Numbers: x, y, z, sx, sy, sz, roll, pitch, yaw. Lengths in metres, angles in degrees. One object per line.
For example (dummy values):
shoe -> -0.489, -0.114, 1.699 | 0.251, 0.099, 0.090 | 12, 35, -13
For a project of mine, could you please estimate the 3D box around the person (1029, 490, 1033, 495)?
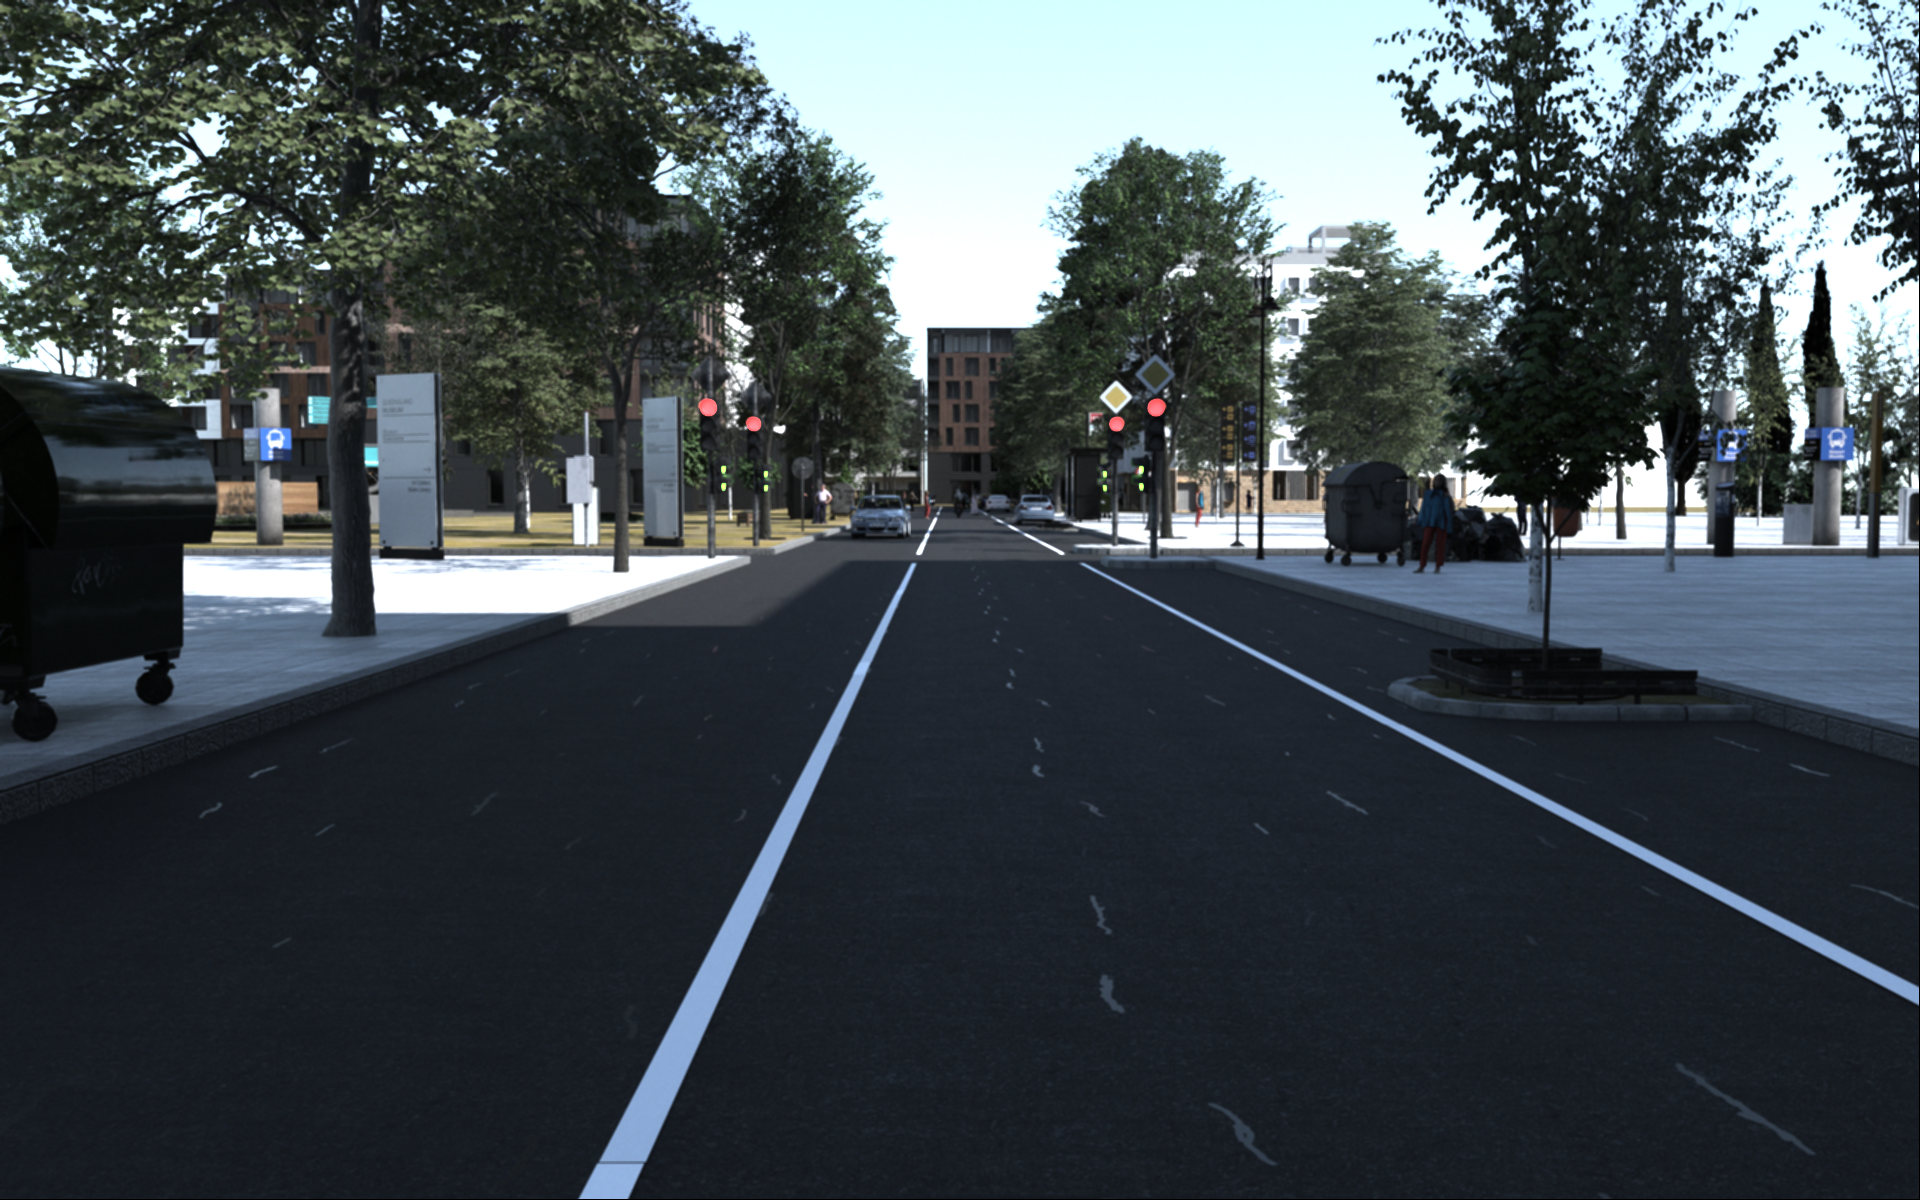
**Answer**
person -> 6.970, -10.232, 174.124 | 1.217, 1.735, 0.721 | 2, 4, 25

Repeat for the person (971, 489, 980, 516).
person -> 1.009, -6.479, 115.101 | 0.621, 1.740, 0.551 | 0, 4, -1

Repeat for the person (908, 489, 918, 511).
person -> -4.060, -8.477, 147.116 | 0.705, 1.823, 1.348 | -3, 4, -37

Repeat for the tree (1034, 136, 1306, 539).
tree -> 5.990, -7.579, 49.671 | 9.928, 11.665, 9.643 | 0, 3, 0

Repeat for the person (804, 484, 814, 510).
person -> -6.706, -4.387, 78.303 | 0.750, 1.759, 0.617 | -1, 4, -9

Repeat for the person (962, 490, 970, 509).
person -> 0.362, -9.441, 162.841 | 0.705, 1.826, 1.348 | -3, 5, -44

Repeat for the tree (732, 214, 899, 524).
tree -> -6.364, -10.193, 74.085 | 7.806, 13.903, 7.818 | 0, 3, 0

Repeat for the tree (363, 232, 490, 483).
tree -> -14.740, -5.960, 47.801 | 4.360, 8.622, 3.978 | 0, 3, 0

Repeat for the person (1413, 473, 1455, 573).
person -> 7.683, -1.241, 28.044 | 0.444, 1.614, 0.593 | -3, 4, -38

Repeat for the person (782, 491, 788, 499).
person -> -13.394, -8.002, 136.500 | 1.348, 1.869, 0.705 | -2, 4, -28

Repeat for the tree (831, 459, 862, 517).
tree -> -6.195, -6.189, 95.798 | 1.663, 3.219, 1.824 | 0, 3, 0

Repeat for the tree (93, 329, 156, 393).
tree -> -36.871, -7.618, 74.919 | 4.360, 8.622, 3.978 | 0, 3, 0

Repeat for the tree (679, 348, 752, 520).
tree -> -11.599, -8.262, 85.453 | 4.360, 8.622, 3.978 | 0, 3, 0

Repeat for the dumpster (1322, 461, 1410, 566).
dumpster -> 7.382, -1.573, 31.483 | 1.264, 1.857, 1.865 | 0, 4, 0

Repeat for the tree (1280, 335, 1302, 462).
tree -> 24.447, -12.213, 106.338 | 9.857, 13.997, 8.962 | 0, 3, 0

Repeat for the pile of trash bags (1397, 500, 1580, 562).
pile of trash bags -> 10.325, -1.450, 33.459 | 3.447, 1.369, 1.912 | 0, 4, -4

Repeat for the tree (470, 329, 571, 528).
tree -> -16.159, -6.972, 64.350 | 4.737, 8.622, 4.395 | 0, 3, 0

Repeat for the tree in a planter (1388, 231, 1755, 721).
tree in a planter -> 4.037, -0.894, 11.838 | 1.991, 3.239, 1.994 | 0, 4, 0

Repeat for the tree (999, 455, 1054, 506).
tree -> 5.382, -8.555, 123.581 | 4.285, 4.588, 4.351 | 0, 3, 0

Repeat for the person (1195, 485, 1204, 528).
person -> 9.185, -3.590, 66.441 | 0.444, 1.614, 0.593 | 3, 5, 42

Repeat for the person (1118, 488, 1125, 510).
person -> 12.794, -8.065, 138.687 | 0.721, 1.735, 1.217 | -3, 4, -39

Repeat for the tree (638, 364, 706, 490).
tree -> -15.483, -8.812, 94.440 | 4.737, 8.622, 4.395 | 0, 3, 0

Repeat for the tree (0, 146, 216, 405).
tree -> -26.108, -7.671, 51.168 | 9.928, 11.665, 9.643 | 0, 3, 0

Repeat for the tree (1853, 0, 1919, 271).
tree -> 11.670, -4.263, 20.064 | 4.360, 8.622, 3.978 | 0, 3, 0

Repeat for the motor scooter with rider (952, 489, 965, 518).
motor scooter with rider -> -0.054, -5.853, 104.668 | 0.876, 1.779, 1.986 | 0, 4, 1

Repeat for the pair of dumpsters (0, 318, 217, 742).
pair of dumpsters -> -5.300, -0.365, 8.464 | 1.574, 2.255, 4.436 | 0, 4, 0

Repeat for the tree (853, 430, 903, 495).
tree -> -6.415, -10.925, 128.993 | 4.737, 8.622, 4.395 | 0, 3, 0

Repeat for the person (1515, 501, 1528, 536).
person -> 17.287, -2.857, 53.467 | 0.504, 1.737, 0.576 | 3, 5, 44

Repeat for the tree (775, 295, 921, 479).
tree -> -7.134, -12.133, 105.037 | 9.857, 13.997, 8.962 | 0, 3, 0

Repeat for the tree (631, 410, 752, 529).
tree -> -10.512, -4.944, 64.546 | 4.285, 4.588, 4.351 | 0, 3, 0

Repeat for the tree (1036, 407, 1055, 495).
tree -> 6.570, -11.319, 135.425 | 4.360, 8.622, 3.978 | 0, 3, 0

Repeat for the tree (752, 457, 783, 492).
tree -> -13.563, -8.043, 115.211 | 4.285, 4.588, 4.351 | 0, 3, 0

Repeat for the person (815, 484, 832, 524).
person -> -5.900, -4.106, 74.118 | 0.756, 1.711, 0.436 | 1, 4, 22

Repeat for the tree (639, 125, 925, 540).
tree -> -5.351, -7.513, 48.586 | 9.928, 11.665, 9.643 | 0, 3, 0

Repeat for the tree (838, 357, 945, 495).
tree -> -6.581, -14.784, 152.085 | 12.009, 13.543, 11.850 | 0, 3, 0

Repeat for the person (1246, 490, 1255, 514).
person -> 18.518, -6.239, 110.421 | 0.546, 1.535, 0.453 | -3, 4, -38

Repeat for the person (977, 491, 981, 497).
person -> 2.062, -11.003, 188.475 | 0.705, 1.814, 1.350 | -3, 5, -40

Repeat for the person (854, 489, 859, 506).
person -> -11.006, -10.806, 182.815 | 0.705, 1.812, 1.348 | 1, 4, 22

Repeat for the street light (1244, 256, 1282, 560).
street light -> 5.895, -3.733, 33.826 | 0.468, 5.910, 1.993 | 0, 4, 0

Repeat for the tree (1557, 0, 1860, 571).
tree -> 11.769, -4.768, 28.324 | 4.360, 8.622, 3.978 | 0, 3, 0

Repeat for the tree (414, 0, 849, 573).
tree -> -5.355, -5.747, 28.373 | 8.767, 10.594, 7.601 | 2, 4, 31

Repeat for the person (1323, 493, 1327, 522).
person -> 16.637, -4.286, 78.175 | 0.516, 1.574, 0.319 | 3, 4, 36

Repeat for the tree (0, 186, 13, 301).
tree -> -15.917, -4.583, 25.288 | 4.737, 8.622, 4.395 | 0, 3, 0

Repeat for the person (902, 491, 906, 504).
person -> -6.413, -11.445, 196.346 | 0.721, 1.743, 1.217 | -1, 4, -20

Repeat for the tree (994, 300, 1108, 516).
tree -> 6.152, -11.153, 100.481 | 7.486, 12.596, 7.792 | 0, 3, 0

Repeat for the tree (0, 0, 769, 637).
tree -> -5.176, -5.962, 15.600 | 7.486, 12.596, 7.792 | 0, 3, 0

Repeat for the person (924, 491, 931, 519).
person -> -1.839, -5.445, 99.226 | 0.444, 1.614, 0.593 | 1, 4, 10

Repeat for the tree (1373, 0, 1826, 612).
tree -> 6.447, -4.166, 18.476 | 4.737, 8.622, 4.395 | 0, 3, 0

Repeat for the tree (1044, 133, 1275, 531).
tree -> 6.984, -9.368, 60.593 | 7.806, 13.903, 7.818 | 0, 3, 0

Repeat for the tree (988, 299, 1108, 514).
tree -> 6.490, -12.696, 114.237 | 9.857, 13.997, 8.962 | 0, 3, 0

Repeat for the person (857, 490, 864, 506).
person -> -10.827, -10.885, 184.733 | 1.217, 1.735, 0.721 | 0, 4, 6

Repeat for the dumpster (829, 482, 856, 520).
dumpster -> -5.785, -4.850, 85.062 | 1.264, 1.857, 1.865 | 0, 4, 0

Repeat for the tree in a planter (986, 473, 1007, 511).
tree in a planter -> 3.085, -8.996, 144.308 | 1.991, 3.239, 1.994 | 0, 4, 0

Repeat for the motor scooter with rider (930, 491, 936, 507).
motor scooter with rider -> -3.065, -11.162, 191.466 | 0.876, 1.779, 1.986 | 0, 4, -1

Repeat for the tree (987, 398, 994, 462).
tree -> 5.857, -14.696, 158.405 | 7.486, 12.596, 7.792 | 0, 3, 0

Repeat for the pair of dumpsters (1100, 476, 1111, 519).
pair of dumpsters -> 7.161, -5.425, 91.194 | 1.574, 2.255, 4.436 | 0, 4, 0

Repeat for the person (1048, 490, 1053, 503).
person -> 6.176, -6.669, 117.291 | 0.499, 1.552, 0.429 | 1, 4, 15
